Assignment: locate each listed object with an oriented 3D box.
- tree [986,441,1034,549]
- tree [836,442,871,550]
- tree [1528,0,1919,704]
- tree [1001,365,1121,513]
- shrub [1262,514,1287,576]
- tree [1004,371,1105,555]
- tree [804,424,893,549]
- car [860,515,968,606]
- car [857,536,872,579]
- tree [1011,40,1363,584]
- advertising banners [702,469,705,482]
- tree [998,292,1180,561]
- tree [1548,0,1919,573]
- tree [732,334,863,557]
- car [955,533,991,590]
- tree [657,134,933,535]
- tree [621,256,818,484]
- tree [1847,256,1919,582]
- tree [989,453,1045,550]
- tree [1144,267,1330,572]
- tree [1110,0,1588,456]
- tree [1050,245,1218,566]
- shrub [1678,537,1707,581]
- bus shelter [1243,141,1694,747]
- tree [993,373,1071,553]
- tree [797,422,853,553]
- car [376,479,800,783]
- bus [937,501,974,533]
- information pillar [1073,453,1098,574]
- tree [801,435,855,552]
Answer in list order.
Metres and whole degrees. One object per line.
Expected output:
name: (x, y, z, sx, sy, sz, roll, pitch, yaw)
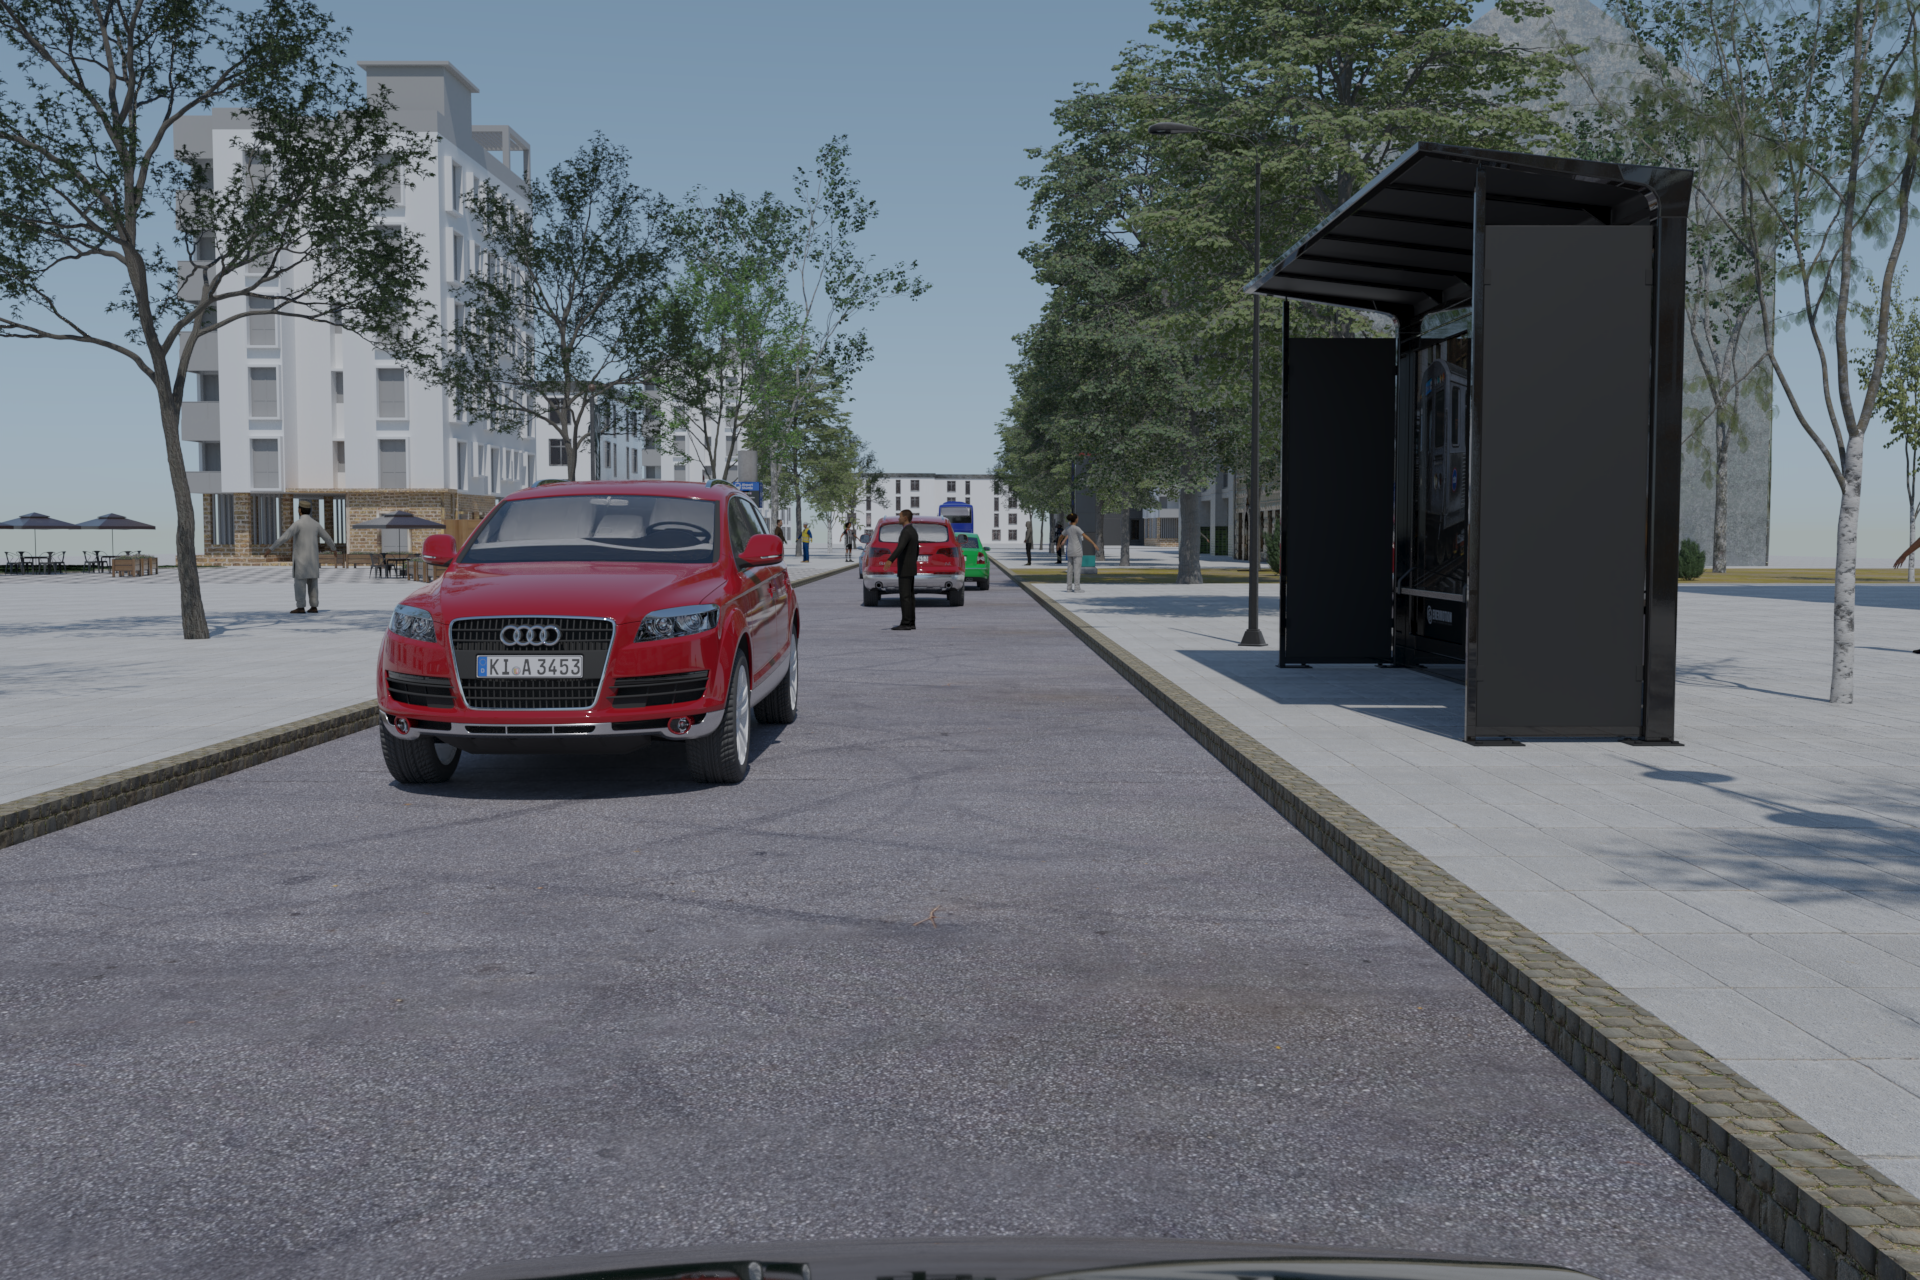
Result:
tree: (6.140, -12.913, 145.545, 8.767, 10.594, 7.601, 1, 4, 9)
tree: (-8.953, -11.289, 134.930, 4.737, 8.622, 4.395, 0, 3, 0)
tree: (6.685, -3.810, 12.655, 4.360, 8.622, 3.978, 0, 3, 0)
tree: (5.934, -10.813, 94.926, 7.486, 12.596, 7.792, 0, 3, 0)
shrub: (10.070, -2.972, 52.639, 1.661, 2.075, 1.752, 0, 3, 0)
tree: (6.371, -11.450, 105.339, 7.486, 12.596, 7.792, 0, 3, 0)
tree: (-9.033, -12.821, 144.030, 7.601, 10.594, 8.767, 2, 4, 25)
car: (-0.957, -1.666, 35.907, 2.281, 1.827, 5.304, 0, 4, -1)
car: (-2.359, -2.746, 56.905, 2.014, 1.417, 4.499, 0, 3, 0)
tree: (5.823, -8.409, 44.137, 9.857, 13.997, 8.962, 0, 3, 0)
advertising banners: (-6.941, -3.064, 46.290, 0.090, 3.025, 2.074, 0, 3, 0)
tree: (6.664, -10.717, 81.884, 9.857, 13.997, 8.962, 0, 3, 0)
tree: (23.729, -12.307, 57.111, 12.611, 20.169, 13.585, 0, 3, 0)
tree: (-9.585, -11.034, 98.536, 7.486, 12.596, 7.792, 0, 3, 0)
car: (-0.153, -2.245, 45.499, 1.959, 1.807, 4.718, 0, 4, -1)
tree: (-8.088, -13.858, 82.475, 12.611, 20.169, 13.585, 0, 3, 0)
tree: (-9.139, -8.547, 65.499, 9.928, 11.665, 9.643, 0, 3, 0)
tree: (25.545, -5.841, 45.861, 4.737, 8.622, 4.395, 0, 3, 0)
tree: (6.410, -12.392, 137.014, 8.767, 10.594, 7.601, 0, 4, 1)
tree: (9.996, -8.142, 58.872, 9.928, 11.665, 9.643, 0, 3, 0)
tree: (5.623, -6.616, 26.304, 7.486, 12.596, 7.792, 0, 3, 0)
tree: (6.900, -9.205, 68.626, 7.486, 12.596, 7.792, 0, 3, 0)
shrub: (20.082, -2.242, 47.769, 1.383, 1.207, 1.383, 0, 3, 0)
bus shelter: (3.581, -1.360, 13.515, 1.731, 3.624, 6.357, 0, 4, 0)
tree: (5.686, -12.041, 115.002, 7.486, 12.596, 7.792, 0, 3, 0)
tree: (-8.606, -10.005, 113.952, 4.360, 8.622, 3.978, 0, 3, 0)
car: (-2.255, -0.182, 11.642, 2.281, 1.827, 5.304, 0, 3, 0)
bus: (-0.387, -8.441, 129.549, 2.896, 3.916, 12.251, 0, 4, -1)
information pillar: (4.012, -4.039, 55.422, 0.750, 3.857, 0.750, 0, 4, 1)
tree: (-9.071, -10.443, 121.099, 4.737, 8.622, 4.395, 0, 3, 0)
